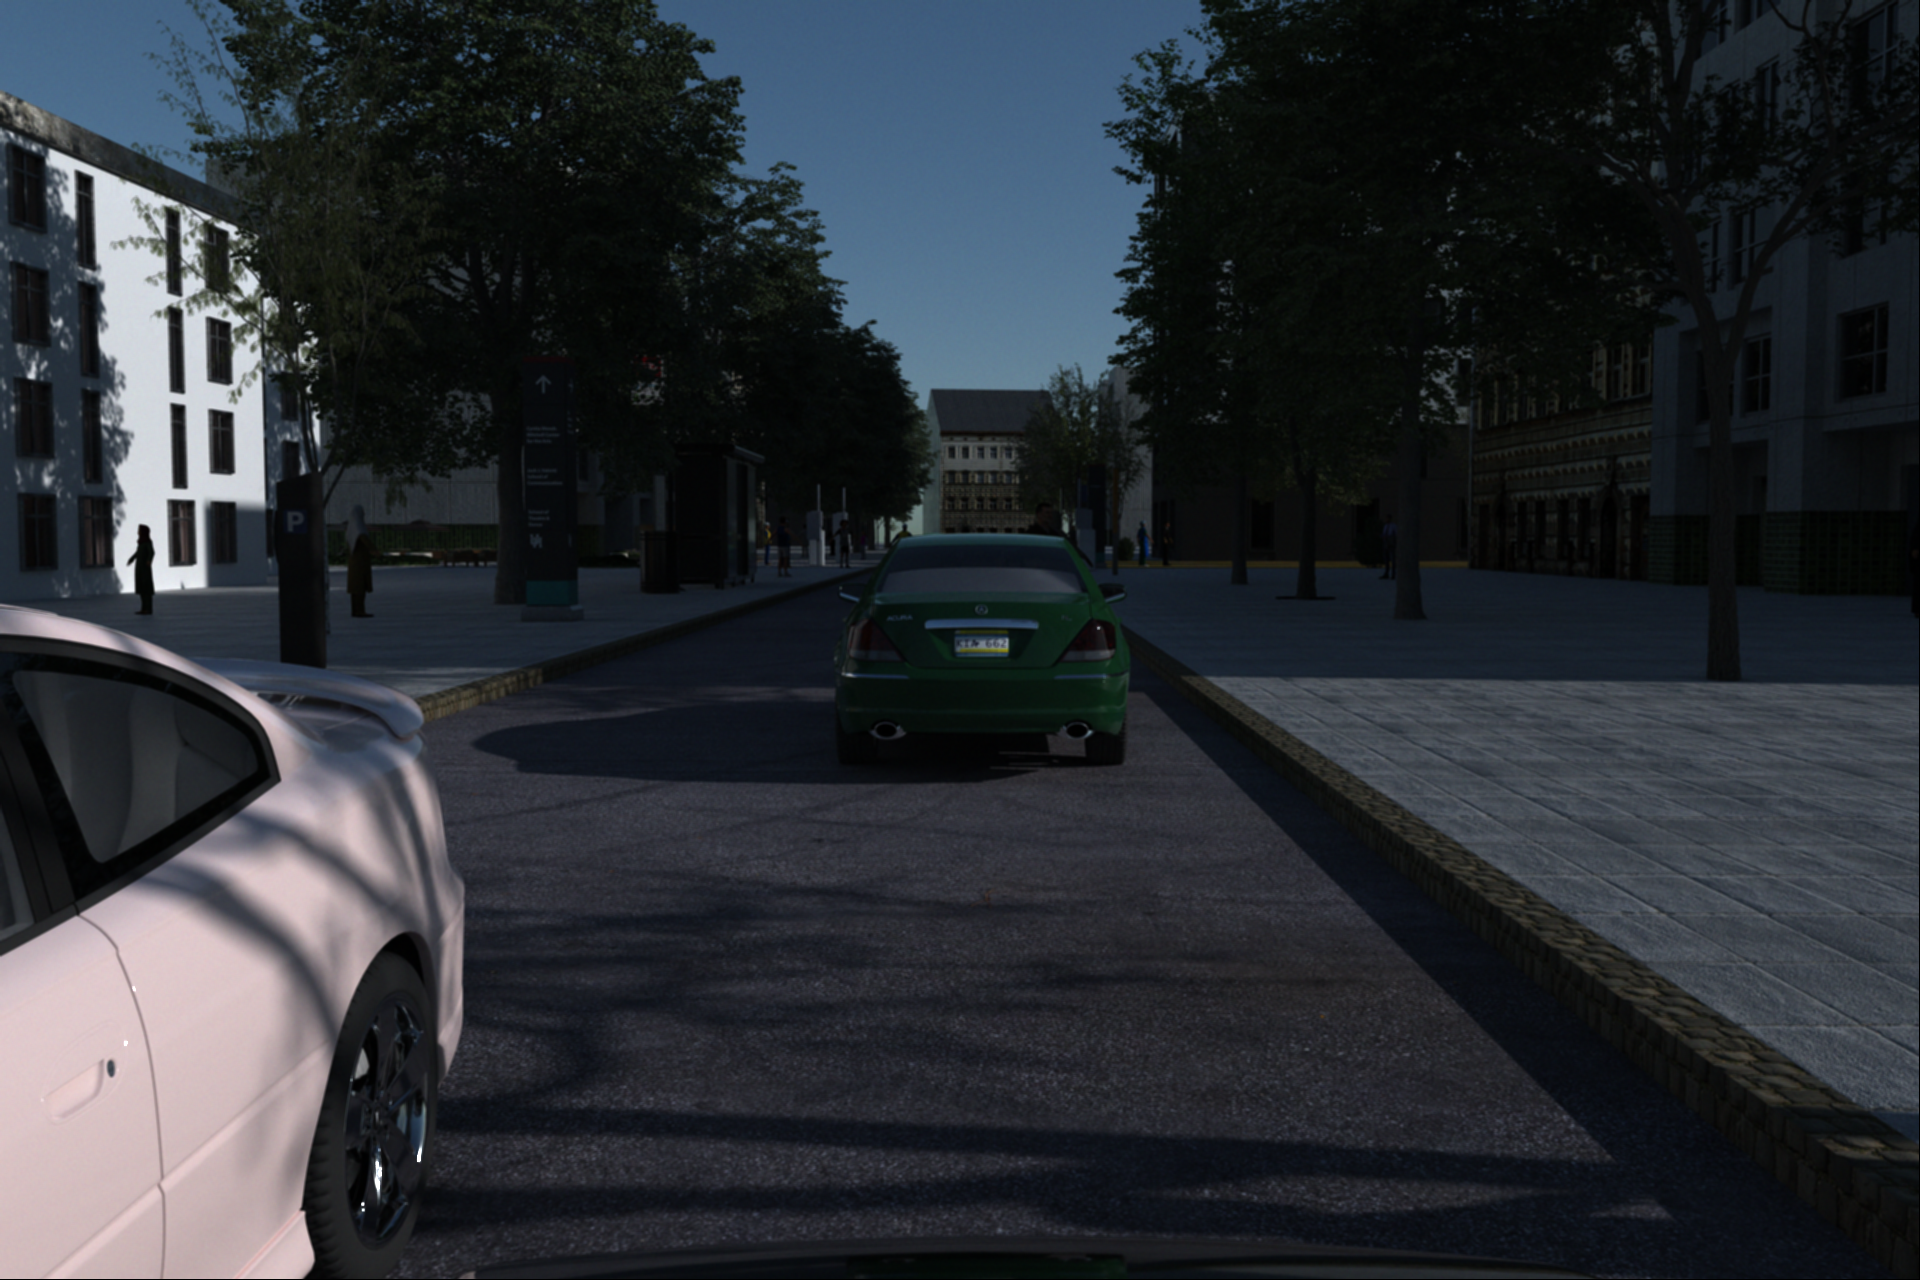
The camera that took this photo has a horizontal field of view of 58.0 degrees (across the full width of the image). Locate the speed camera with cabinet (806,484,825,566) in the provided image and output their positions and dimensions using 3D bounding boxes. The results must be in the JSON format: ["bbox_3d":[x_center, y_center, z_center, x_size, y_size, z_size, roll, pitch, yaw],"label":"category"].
[{"bbox_3d":[-5.828,-4.616,69.802,0.660,3.252,2.038,0,4,0],"label":"speed camera with cabinet"}]

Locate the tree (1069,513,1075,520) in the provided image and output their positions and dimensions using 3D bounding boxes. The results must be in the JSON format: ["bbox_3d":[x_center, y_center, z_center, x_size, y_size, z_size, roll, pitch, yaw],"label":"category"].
[{"bbox_3d":[17.925,-18.924,259.769,4.737,8.622,4.395,0,3,0],"label":"tree"}]

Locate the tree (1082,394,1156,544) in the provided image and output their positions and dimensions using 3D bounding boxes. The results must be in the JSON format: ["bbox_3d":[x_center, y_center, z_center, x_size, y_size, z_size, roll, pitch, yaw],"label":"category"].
[{"bbox_3d":[8.084,-8.449,88.506,4.360,8.622,3.978,0,3,0],"label":"tree"}]

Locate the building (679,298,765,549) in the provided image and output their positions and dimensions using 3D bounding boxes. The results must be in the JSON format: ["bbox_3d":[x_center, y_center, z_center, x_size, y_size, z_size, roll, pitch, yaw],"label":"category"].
[{"bbox_3d":[-26.446,-18.963,140.974,19.493,23.208,18.063,0,4,1],"label":"building"}]

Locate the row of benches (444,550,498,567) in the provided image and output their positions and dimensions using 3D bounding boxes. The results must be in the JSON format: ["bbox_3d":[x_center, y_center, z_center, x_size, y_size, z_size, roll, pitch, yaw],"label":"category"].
[{"bbox_3d":[-18.606,-3.282,69.118,1.422,0.672,4.104,3,5,41],"label":"row of benches"}]

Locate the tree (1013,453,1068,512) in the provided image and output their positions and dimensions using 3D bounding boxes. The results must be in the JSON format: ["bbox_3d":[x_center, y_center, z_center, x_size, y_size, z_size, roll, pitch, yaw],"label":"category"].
[{"bbox_3d":[8.637,-14.271,167.741,7.601,10.594,8.767,-1,4,-13],"label":"tree"}]

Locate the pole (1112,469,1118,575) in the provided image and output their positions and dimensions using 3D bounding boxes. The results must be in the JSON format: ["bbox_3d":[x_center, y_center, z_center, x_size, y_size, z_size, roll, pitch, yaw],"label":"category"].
[{"bbox_3d":[4.850,-3.684,54.081,0.158,3.312,0.155,0,3,0],"label":"pole"}]

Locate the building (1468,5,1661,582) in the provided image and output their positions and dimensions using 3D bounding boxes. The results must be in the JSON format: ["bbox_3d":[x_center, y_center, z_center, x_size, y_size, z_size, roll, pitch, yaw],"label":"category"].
[{"bbox_3d":[27.679,-13.611,53.469,19.493,23.208,18.063,0,4,1],"label":"building"}]

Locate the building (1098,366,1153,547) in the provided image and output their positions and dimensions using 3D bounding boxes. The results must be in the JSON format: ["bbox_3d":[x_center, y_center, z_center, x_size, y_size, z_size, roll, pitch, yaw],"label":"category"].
[{"bbox_3d":[24.691,-19.838,190.811,16.747,18.905,31.486,0,4,0],"label":"building"}]

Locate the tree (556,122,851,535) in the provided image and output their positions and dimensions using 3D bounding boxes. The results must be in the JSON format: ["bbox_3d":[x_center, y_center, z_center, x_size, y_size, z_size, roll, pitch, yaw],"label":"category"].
[{"bbox_3d":[-7.968,-8.922,52.525,9.857,13.997,8.962,0,3,0],"label":"tree"}]

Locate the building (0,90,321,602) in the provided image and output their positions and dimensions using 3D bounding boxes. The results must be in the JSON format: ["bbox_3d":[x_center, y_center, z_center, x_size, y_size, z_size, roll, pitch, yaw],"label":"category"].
[{"bbox_3d":[-22.565,-6.302,45.184,9.099,9.664,28.070,0,4,0],"label":"building"}]

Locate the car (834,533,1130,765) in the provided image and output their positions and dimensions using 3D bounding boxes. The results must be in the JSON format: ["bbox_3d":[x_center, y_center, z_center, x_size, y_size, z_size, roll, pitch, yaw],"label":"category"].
[{"bbox_3d":[0.155,-0.025,12.200,2.131,1.459,4.920,0,4,1],"label":"car"}]

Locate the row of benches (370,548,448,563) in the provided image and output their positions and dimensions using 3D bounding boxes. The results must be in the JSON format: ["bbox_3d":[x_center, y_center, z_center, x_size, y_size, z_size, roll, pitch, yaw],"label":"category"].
[{"bbox_3d":[-24.708,-3.713,76.176,4.104,0.672,1.422,-1,4,-8],"label":"row of benches"}]

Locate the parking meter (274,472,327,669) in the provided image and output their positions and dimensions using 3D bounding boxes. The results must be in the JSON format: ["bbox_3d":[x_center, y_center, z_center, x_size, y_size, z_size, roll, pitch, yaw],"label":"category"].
[{"bbox_3d":[-6.249,-0.654,16.400,0.399,1.863,0.255,0,4,0],"label":"parking meter"}]

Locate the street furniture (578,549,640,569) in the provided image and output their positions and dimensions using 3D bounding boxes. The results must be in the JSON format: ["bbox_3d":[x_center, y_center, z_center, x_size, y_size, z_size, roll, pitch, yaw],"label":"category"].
[{"bbox_3d":[-11.801,-3.166,67.393,5.734,0.657,10.072,0,4,-2],"label":"street furniture"}]

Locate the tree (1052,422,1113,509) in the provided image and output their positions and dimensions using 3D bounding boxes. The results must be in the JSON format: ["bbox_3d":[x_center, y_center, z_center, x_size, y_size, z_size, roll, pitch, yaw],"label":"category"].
[{"bbox_3d":[7.843,-10.033,114.402,4.360,8.622,3.978,0,3,0],"label":"tree"}]

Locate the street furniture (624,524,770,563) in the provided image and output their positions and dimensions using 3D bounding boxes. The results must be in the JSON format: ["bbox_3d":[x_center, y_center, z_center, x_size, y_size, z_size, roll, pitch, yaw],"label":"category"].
[{"bbox_3d":[-13.573,-4.499,80.415,9.812,1.723,11.010,0,4,0],"label":"street furniture"}]

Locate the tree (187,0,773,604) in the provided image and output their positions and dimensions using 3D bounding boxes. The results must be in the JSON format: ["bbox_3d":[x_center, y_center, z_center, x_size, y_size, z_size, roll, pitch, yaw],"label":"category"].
[{"bbox_3d":[-8.370,-7.638,31.535,9.857,13.997,8.962,0,3,0],"label":"tree"}]

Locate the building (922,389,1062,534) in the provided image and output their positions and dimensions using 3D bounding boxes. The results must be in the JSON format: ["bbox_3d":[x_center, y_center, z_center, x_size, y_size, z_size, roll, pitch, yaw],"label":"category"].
[{"bbox_3d":[4.545,-26.203,261.810,18.063,23.208,19.493,-1,4,-9],"label":"building"}]

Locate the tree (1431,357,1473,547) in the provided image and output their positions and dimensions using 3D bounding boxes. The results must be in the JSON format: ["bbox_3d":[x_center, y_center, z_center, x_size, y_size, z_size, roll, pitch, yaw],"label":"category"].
[{"bbox_3d":[21.196,-7.468,72.466,4.360,8.622,3.978,0,3,0],"label":"tree"}]

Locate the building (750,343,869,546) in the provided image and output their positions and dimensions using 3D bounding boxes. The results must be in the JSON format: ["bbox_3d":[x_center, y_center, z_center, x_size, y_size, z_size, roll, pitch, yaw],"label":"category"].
[{"bbox_3d":[-24.889,-21.580,196.804,27.936,21.610,32.646,0,4,1],"label":"building"}]

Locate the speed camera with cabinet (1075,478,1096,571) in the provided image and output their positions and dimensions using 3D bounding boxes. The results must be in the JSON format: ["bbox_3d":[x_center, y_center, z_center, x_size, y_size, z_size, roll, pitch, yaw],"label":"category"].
[{"bbox_3d":[4.411,-4.062,60.749,0.660,3.252,2.038,0,4,0],"label":"speed camera with cabinet"}]

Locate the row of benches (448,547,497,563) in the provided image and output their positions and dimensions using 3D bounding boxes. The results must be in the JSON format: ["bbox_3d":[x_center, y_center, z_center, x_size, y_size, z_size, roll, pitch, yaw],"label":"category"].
[{"bbox_3d":[-22.267,-3.900,79.233,1.422,0.672,4.104,1,4,11],"label":"row of benches"}]

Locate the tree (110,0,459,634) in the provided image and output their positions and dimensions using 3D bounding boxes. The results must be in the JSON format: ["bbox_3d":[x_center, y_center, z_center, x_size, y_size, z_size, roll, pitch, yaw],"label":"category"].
[{"bbox_3d":[-8.121,-4.391,22.159,4.360,8.622,3.978,0,3,0],"label":"tree"}]

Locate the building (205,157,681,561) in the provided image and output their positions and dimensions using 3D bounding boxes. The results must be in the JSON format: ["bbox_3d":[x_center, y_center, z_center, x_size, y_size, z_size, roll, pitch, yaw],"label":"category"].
[{"bbox_3d":[-26.779,-14.131,97.506,16.747,18.905,31.486,0,4,1],"label":"building"}]

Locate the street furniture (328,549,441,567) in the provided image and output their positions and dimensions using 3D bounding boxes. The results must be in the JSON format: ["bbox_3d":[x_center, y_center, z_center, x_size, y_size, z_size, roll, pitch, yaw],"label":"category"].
[{"bbox_3d":[-26.112,-3.322,69.934,10.072,0.657,5.734,-1,4,-10],"label":"street furniture"}]

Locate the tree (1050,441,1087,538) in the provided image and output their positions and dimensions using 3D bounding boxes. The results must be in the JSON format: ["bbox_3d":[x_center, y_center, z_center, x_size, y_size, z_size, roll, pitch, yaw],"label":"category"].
[{"bbox_3d":[8.482,-11.431,137.264,4.360,8.622,3.978,0,3,0],"label":"tree"}]

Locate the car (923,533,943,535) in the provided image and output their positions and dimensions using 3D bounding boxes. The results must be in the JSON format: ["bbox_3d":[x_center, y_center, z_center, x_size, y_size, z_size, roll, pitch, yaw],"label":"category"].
[{"bbox_3d":[-0.914,-3.830,71.414,1.959,1.807,4.718,0,4,1],"label":"car"}]

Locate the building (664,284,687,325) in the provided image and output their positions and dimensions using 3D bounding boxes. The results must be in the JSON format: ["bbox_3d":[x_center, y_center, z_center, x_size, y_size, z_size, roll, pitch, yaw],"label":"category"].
[{"bbox_3d":[-25.398,-15.910,116.552,16.016,20.090,11.380,0,4,1],"label":"building"}]

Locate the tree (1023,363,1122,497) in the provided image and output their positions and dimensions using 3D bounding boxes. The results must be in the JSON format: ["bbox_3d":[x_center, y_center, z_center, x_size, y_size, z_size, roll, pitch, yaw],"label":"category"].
[{"bbox_3d":[5.070,-7.539,73.624,4.737,8.622,4.395,0,3,0],"label":"tree"}]

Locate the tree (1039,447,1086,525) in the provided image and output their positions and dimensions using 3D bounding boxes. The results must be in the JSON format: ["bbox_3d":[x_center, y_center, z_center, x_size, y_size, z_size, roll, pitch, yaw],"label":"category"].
[{"bbox_3d":[8.247,-11.821,143.633,4.360,8.622,3.978,0,3,0],"label":"tree"}]

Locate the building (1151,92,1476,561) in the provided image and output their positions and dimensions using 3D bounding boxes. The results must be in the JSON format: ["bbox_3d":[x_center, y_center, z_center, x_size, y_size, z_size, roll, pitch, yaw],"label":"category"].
[{"bbox_3d":[24.455,-15.455,96.667,27.936,21.610,32.646,0,4,1],"label":"building"}]

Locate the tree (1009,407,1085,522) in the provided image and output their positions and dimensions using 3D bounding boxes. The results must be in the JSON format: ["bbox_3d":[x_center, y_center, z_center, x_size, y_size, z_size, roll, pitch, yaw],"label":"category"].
[{"bbox_3d":[8.231,-14.415,153.805,7.486,12.596,7.792,0,3,0],"label":"tree"}]

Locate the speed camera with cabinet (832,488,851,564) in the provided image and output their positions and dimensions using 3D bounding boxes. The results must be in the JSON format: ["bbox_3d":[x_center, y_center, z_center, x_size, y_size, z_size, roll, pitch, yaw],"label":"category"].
[{"bbox_3d":[-5.105,-4.906,74.546,0.660,3.252,2.038,0,4,3],"label":"speed camera with cabinet"}]

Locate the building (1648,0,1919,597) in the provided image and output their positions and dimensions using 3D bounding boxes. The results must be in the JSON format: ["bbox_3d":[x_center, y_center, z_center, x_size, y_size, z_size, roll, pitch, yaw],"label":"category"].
[{"bbox_3d":[25.806,-9.897,28.277,16.747,18.905,31.486,0,4,1],"label":"building"}]

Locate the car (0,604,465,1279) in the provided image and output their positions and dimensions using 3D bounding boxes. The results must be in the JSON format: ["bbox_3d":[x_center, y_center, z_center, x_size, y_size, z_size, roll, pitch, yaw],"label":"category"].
[{"bbox_3d":[-2.033,0.634,2.003,2.083,1.381,4.827,0,4,1],"label":"car"}]

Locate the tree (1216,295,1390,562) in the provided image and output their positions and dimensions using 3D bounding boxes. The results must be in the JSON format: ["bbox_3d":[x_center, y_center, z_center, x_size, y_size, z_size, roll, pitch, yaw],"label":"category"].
[{"bbox_3d":[14.217,-9.495,73.374,7.486,12.596,7.792,0,3,0],"label":"tree"}]
